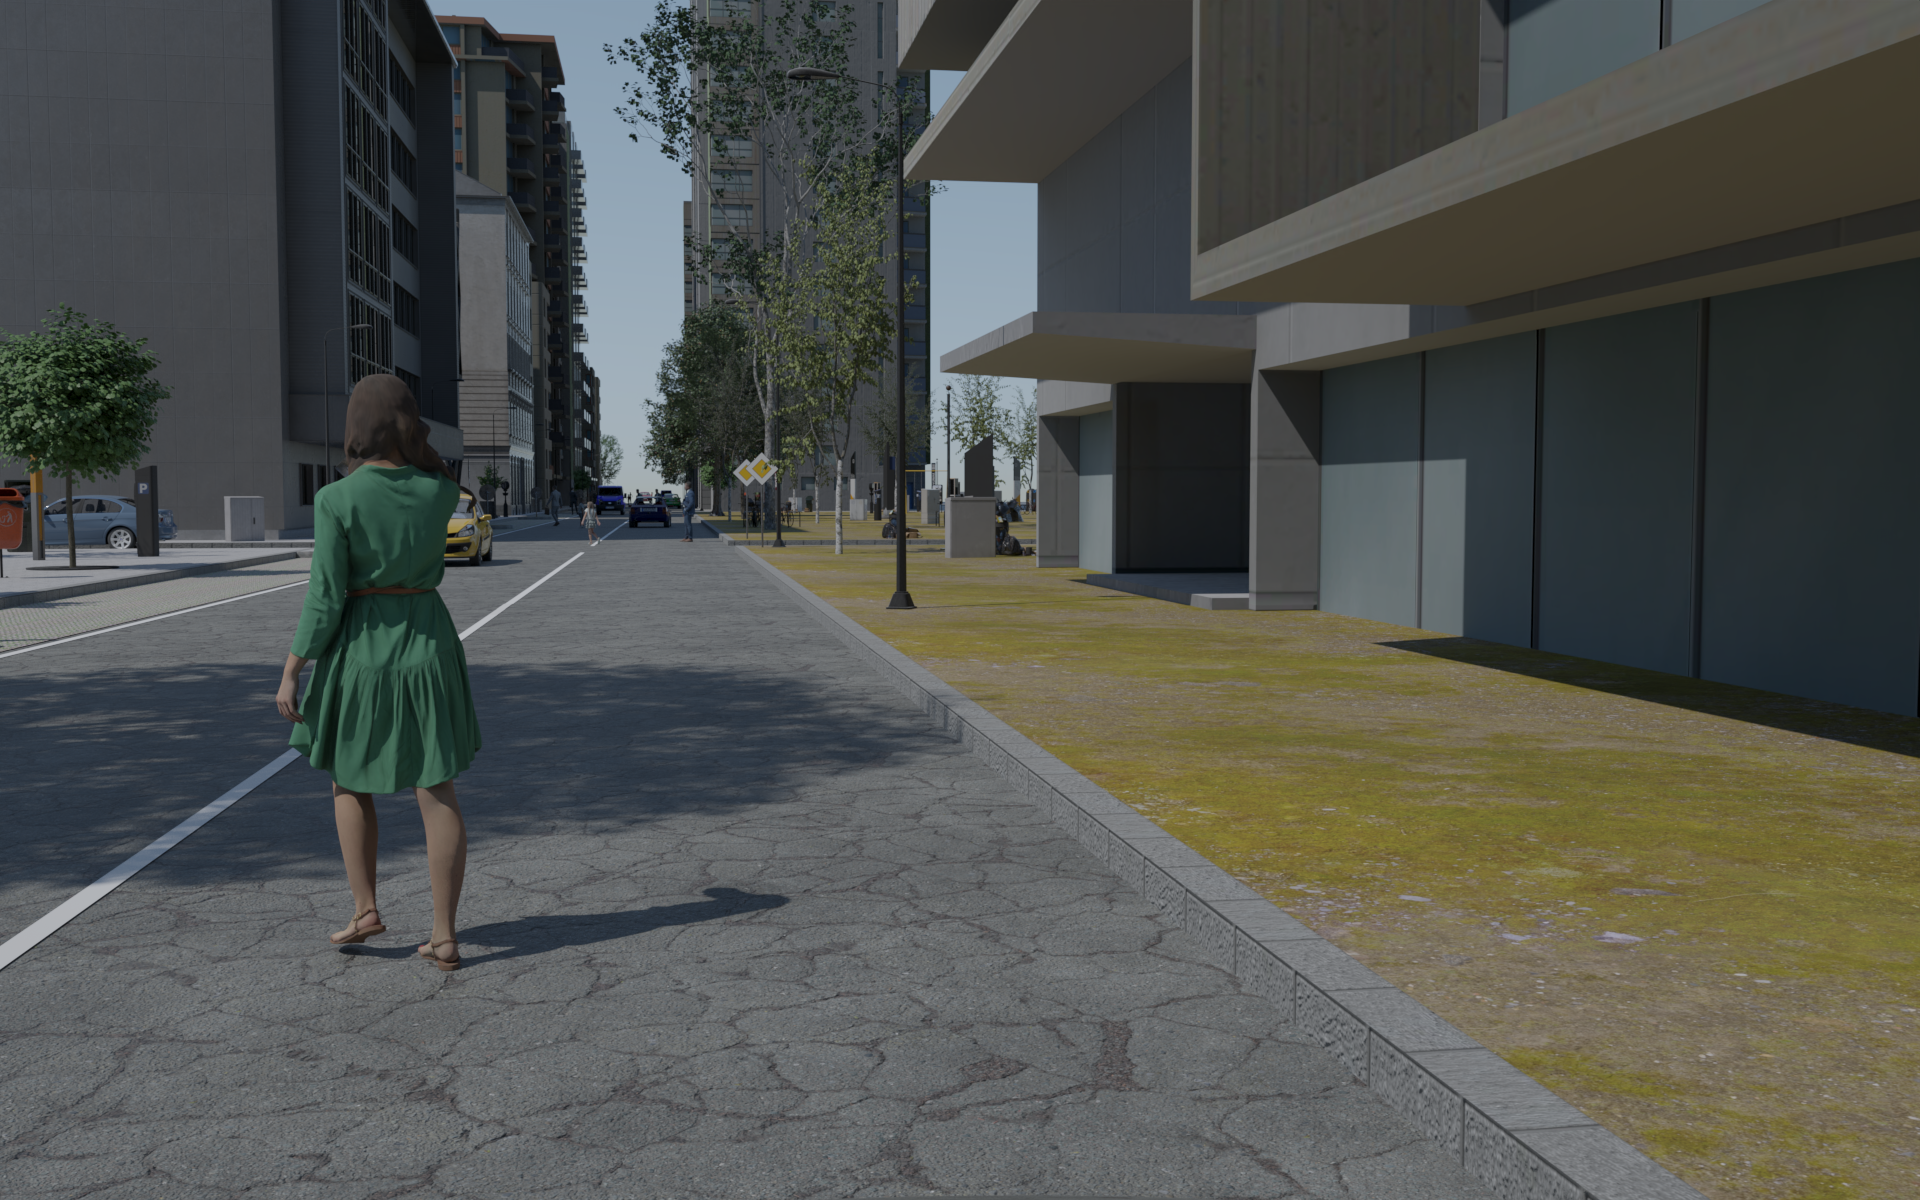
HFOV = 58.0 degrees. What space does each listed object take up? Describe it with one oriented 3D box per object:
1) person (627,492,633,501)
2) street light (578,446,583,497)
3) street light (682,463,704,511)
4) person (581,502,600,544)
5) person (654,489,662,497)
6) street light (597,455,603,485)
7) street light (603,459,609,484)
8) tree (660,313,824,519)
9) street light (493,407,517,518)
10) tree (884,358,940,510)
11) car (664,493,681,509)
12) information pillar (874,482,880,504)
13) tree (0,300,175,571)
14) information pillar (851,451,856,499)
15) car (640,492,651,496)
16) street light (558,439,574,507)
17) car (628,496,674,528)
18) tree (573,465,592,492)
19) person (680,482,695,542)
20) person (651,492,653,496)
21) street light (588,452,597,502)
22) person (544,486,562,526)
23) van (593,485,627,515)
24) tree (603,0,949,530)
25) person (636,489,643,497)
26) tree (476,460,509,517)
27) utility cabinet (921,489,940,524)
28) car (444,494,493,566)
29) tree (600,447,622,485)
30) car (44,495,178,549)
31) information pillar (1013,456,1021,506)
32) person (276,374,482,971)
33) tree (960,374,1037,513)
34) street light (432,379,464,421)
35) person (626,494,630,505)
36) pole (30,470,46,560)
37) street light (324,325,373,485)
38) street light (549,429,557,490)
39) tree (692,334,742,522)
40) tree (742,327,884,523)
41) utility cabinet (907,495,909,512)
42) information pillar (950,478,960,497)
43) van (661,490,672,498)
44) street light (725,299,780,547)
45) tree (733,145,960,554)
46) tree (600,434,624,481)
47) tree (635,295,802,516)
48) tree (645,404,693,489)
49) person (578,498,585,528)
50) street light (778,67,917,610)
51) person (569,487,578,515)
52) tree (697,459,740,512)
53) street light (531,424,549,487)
[{"bbox_3d":[-50.290,-15.577,263.898,0.721,1.735,1.217,2,4,32],"label":"person"},{"bbox_3d":[-37.208,-11.948,167.885,1.470,5.913,1.316,-1,4,-10],"label":"street light"},{"bbox_3d":[-20.165,-9.716,131.391,1.470,5.913,1.316,-1,4,-10],"label":"street light"},{"bbox_3d":[-10.512,-2.188,49.293,0.505,1.210,0.382,-3,5,-43],"label":"person"},{"bbox_3d":[-20.015,-6.481,114.816,0.623,1.781,0.721,0,4,5],"label":"person"},{"bbox_3d":[-43.377,-14.216,204.977,1.470,5.913,1.316,-1,4,-10],"label":"street light"},{"bbox_3d":[-47.197,-15.575,227.185,1.470,5.913,1.316,-1,4,-10],"label":"street light"},{"bbox_3d":[-11.116,-9.444,88.818,8.767,10.594,7.601,-1,4,-9],"label":"tree"},{"bbox_3d":[-24.226,-7.316,92.165,1.470,5.913,1.316,-1,4,-10],"label":"street light"},{"bbox_3d":[-3.250,-8.823,94.618,4.360,8.622,3.978,0,3,0],"label":"tree"},{"bbox_3d":[-28.099,-9.770,168.539,1.959,1.807,4.718,-1,4,-11],"label":"car"},{"bbox_3d":[-5.242,-6.437,109.733,0.304,2.012,0.304,3,4,38],"label":"information pillar"},{"bbox_3d":[-15.175,-2.809,29.642,4.285,4.588,4.351,0,3,0],"label":"tree"},{"bbox_3d":[-5.794,-6.293,94.252,0.183,3.616,0.504,-2,4,-32],"label":"information pillar"},{"bbox_3d":[-50.418,-16.409,276.963,2.281,1.827,5.304,-1,4,-11],"label":"car"},{"bbox_3d":[-33.360,-10.578,145.490,1.470,5.913,1.316,-1,4,-10],"label":"street light"},{"bbox_3d":[-13.422,-3.824,75.106,1.945,1.354,3.894,0,4,-8],"label":"car"},{"bbox_3d":[-43.349,-13.045,196.991,4.285,4.588,4.351,0,3,0],"label":"tree"},{"bbox_3d":[-8.126,-2.639,51.833,0.419,1.800,0.721,-1,4,-21],"label":"person"},{"bbox_3d":[-45.797,-15.150,256.925,0.721,1.743,1.217,0,4,-1],"label":"person"},{"bbox_3d":[-40.898,-13.307,190.115,1.470,5.913,1.316,-1,4,-10],"label":"street light"},{"bbox_3d":[-18.251,-4.241,77.955,0.853,1.813,0.709,2,4,32],"label":"person"},{"bbox_3d":[-24.156,-7.055,119.738,2.240,2.365,5.245,-1,4,-10],"label":"van"},{"bbox_3d":[-5.560,-12.644,62.624,12.611,20.169,13.585,0,3,0],"label":"tree"},{"bbox_3d":[-21.831,-6.661,117.762,0.721,1.781,0.623,-2,4,-32],"label":"person"},{"bbox_3d":[-26.889,-6.377,98.872,1.663,3.219,1.824,0,3,0],"label":"tree"},{"bbox_3d":[-1.241,-3.973,73.644,0.318,1.500,1.173,2,4,26],"label":"utility cabinet"},{"bbox_3d":[-10.615,-1.551,35.587,2.015,1.641,3.980,-1,4,-10],"label":"car"},{"bbox_3d":[-54.542,-19.377,267.171,4.737,8.622,4.395,0,3,0],"label":"tree"},{"bbox_3d":[-22.194,-1.934,43.623,4.499,1.417,2.014,-1,4,-8],"label":"car"},{"bbox_3d":[3.482,-7.032,106.320,0.504,3.616,0.183,-2,4,-32],"label":"information pillar"},{"bbox_3d":[-1.742,0.211,5.297,0.529,1.795,0.600,3,5,40],"label":"person"},{"bbox_3d":[0.971,-8.441,88.374,4.737,8.622,4.395,0,3,0],"label":"tree"},{"bbox_3d":[-20.620,-5.943,69.702,1.470,5.913,1.316,-1,4,-10],"label":"street light"},{"bbox_3d":[-44.376,-13.448,231.636,0.557,1.426,1.065,1,4,14],"label":"person"},{"bbox_3d":[-17.848,-2.424,33.469,0.158,3.312,0.155,0,3,0],"label":"pole"},{"bbox_3d":[-16.782,-4.584,47.497,1.470,5.913,1.316,-1,4,-10],"label":"street light"},{"bbox_3d":[-29.598,-9.219,123.272,1.470,5.913,1.316,-1,4,-10],"label":"street light"},{"bbox_3d":[-10.614,-7.964,80.578,4.360,8.622,3.978,0,3,0],"label":"tree"},{"bbox_3d":[-6.397,-7.644,75.348,4.360,8.622,3.978,0,3,0],"label":"tree"},{"bbox_3d":[-3.776,-6.849,123.149,0.306,1.237,1.020,0,4,-6],"label":"utility cabinet"},{"bbox_3d":[-0.280,-4.625,80.110,0.304,2.012,0.304,2,4,35],"label":"information pillar"},{"bbox_3d":[-46.031,-16.327,271.324,2.240,2.365,5.245,-1,4,-10],"label":"van"},{"bbox_3d":[-4.903,-4.219,41.517,1.470,5.913,1.316,-1,4,-10],"label":"street light"},{"bbox_3d":[-2.669,-5.301,37.027,4.737,8.622,4.395,0,3,0],"label":"tree"},{"bbox_3d":[-57.687,-21.573,278.467,9.928,11.665,9.643,0,3,0],"label":"tree"},{"bbox_3d":[-13.999,-11.205,100.202,9.611,12.733,9.660,0,3,0],"label":"tree"},{"bbox_3d":[-32.446,-18.382,207.195,9.857,13.997,8.962,0,3,0],"label":"tree"},{"bbox_3d":[-16.007,-3.679,73.342,0.352,1.250,0.332,0,4,8],"label":"person"},{"bbox_3d":[-1.190,-2.849,19.127,1.470,5.913,1.316,-1,4,-10],"label":"street light"},{"bbox_3d":[-26.838,-6.878,120.312,0.648,1.900,0.474,0,4,1],"label":"person"},{"bbox_3d":[-17.436,-8.699,125.934,4.285,4.588,4.351,0,3,0],"label":"tree"},{"bbox_3d":[-28.124,-8.674,114.360,1.470,5.913,1.316,-1,4,-10],"label":"street light"}]
